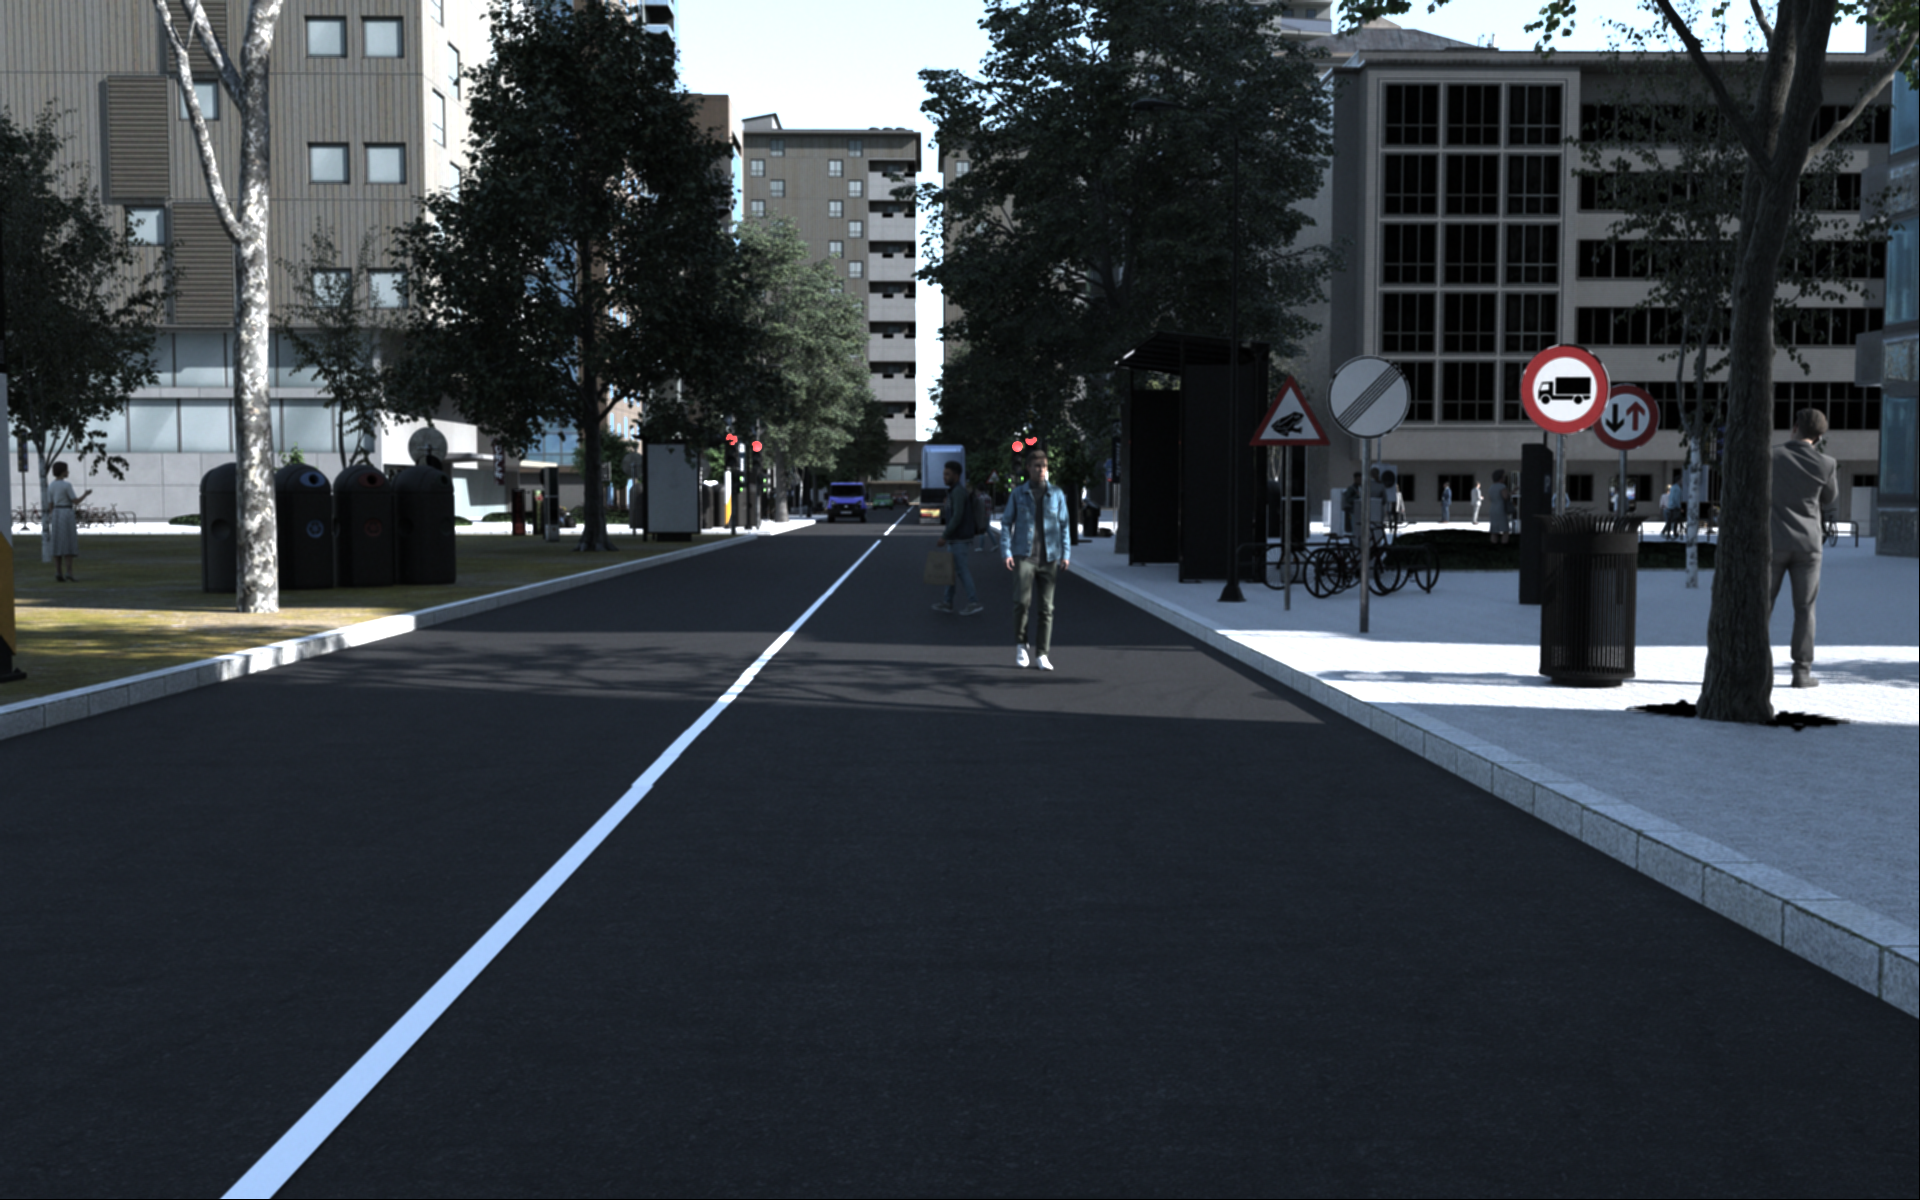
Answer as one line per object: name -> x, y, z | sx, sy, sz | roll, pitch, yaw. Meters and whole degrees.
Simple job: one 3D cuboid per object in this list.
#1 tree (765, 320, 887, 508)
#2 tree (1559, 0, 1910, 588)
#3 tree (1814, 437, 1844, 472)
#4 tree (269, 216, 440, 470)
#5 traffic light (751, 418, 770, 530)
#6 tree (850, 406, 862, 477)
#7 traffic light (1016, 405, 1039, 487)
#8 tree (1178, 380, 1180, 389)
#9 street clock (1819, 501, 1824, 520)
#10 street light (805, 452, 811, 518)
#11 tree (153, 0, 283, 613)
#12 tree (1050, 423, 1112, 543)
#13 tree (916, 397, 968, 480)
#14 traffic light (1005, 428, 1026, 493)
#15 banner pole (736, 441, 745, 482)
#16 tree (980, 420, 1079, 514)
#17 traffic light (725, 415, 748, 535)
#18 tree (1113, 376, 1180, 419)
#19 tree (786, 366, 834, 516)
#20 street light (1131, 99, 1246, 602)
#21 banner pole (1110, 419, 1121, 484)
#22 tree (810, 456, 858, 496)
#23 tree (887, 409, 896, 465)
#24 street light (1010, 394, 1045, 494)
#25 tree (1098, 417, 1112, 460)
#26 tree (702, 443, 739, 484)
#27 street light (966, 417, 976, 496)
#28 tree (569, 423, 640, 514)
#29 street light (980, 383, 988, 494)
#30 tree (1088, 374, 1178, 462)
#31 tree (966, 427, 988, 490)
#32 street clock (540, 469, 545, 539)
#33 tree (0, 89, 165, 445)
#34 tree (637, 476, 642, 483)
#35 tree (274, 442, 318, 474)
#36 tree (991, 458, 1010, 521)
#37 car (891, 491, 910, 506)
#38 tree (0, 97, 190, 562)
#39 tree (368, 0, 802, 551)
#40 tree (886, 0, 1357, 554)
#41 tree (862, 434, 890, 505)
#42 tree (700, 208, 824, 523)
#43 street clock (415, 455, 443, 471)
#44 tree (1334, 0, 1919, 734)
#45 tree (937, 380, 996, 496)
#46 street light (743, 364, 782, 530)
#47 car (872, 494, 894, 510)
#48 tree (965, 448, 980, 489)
tree -> -9.683, -11.922, 113.044 | 7.486, 12.596, 7.792 | 0, 3, 0
tree -> 10.271, -4.472, 23.476 | 4.360, 8.622, 3.978 | 0, 3, 0
tree -> 25.107, -3.488, 51.628 | 1.663, 3.219, 1.824 | 0, 3, 0
tree -> -16.425, -5.901, 46.852 | 4.360, 8.622, 3.978 | 0, 3, 0
traffic light -> -7.232, -4.473, 62.048 | 0.839, 4.253, 0.868 | 0, 4, -1
tree -> -11.501, -16.403, 193.942 | 9.928, 11.665, 9.643 | 0, 3, 0
traffic light -> 2.189, -3.997, 54.268 | 0.839, 4.253, 0.868 | 0, 4, -1
tree -> 12.033, -10.083, 115.224 | 4.737, 8.622, 4.395 | 0, 3, 0
street clock -> 30.920, -3.525, 62.210 | 0.471, 2.002, 0.358 | 0, 4, -7
street light -> -7.735, -7.469, 94.660 | 1.470, 5.913, 1.316 | 0, 4, -1
tree -> -8.636, -10.001, 19.407 | 12.611, 20.169, 13.585 | 0, 3, 0
tree -> 2.928, -3.145, 46.022 | 1.663, 3.219, 1.824 | 0, 3, 0
tree -> -0.218, -17.155, 197.489 | 9.611, 12.733, 9.660 | 0, 3, 0
traffic light -> 2.027, -4.485, 62.251 | 0.839, 4.253, 0.868 | 0, 4, -1
banner pole -> -9.041, -4.967, 71.221 | 0.401, 3.779, 0.863 | 2, 4, 26
tree -> 3.056, -5.002, 65.498 | 4.285, 4.588, 4.351 | 0, 3, 0
traffic light -> -7.070, -3.984, 54.064 | 0.839, 4.253, 0.868 | 0, 4, -1
tree -> 11.512, -8.916, 96.145 | 4.360, 8.622, 3.978 | 0, 3, 0
tree -> -9.089, -9.148, 99.932 | 4.360, 8.622, 3.978 | 0, 3, 0
street light -> 2.715, -2.937, 20.561 | 1.470, 5.913, 1.316 | 0, 4, -1
banner pole -> 4.818, -3.698, 50.484 | 0.863, 3.779, 0.401 | 0, 4, 7
tree -> -9.880, -9.547, 139.801 | 4.285, 4.588, 4.351 | 0, 3, 0
tree -> -10.109, -15.776, 176.070 | 7.486, 12.596, 7.792 | 0, 3, 0
street light -> 2.066, -4.994, 54.199 | 1.470, 5.913, 1.316 | 0, 4, -1
tree -> 12.257, -11.085, 131.603 | 4.360, 8.622, 3.978 | 0, 3, 0
tree -> -14.415, -7.471, 105.871 | 4.285, 4.588, 4.351 | 0, 3, 0
street light -> 1.075, -8.091, 104.831 | 1.470, 5.913, 1.316 | 0, 4, -1
tree -> -16.079, -5.835, 79.118 | 4.285, 4.588, 4.351 | 0, 3, 0
street light -> 1.612, -6.100, 72.279 | 1.470, 5.913, 1.316 | 0, 4, -1
tree -> 9.942, -9.528, 106.149 | 4.737, 8.622, 4.395 | 0, 3, 0
tree -> 1.704, -12.040, 147.219 | 4.360, 8.622, 3.978 | 0, 3, 0
street clock -> -11.757, -2.736, 49.311 | 0.358, 2.002, 0.471 | 1, 4, 9
tree -> -24.925, -7.620, 41.601 | 9.611, 12.733, 9.660 | 0, 3, 0
tree -> -24.450, -8.531, 134.079 | 1.663, 3.219, 1.824 | 0, 3, 0
tree -> -24.436, -4.241, 63.941 | 1.663, 3.219, 1.824 | 0, 3, 0
tree -> 2.078, -5.373, 82.457 | 1.663, 3.219, 1.824 | 0, 3, 0
car -> -7.156, -12.180, 207.812 | 2.281, 1.827, 5.304 | 0, 4, -1
tree -> -16.953, -5.009, 32.257 | 4.360, 8.622, 3.978 | 0, 3, 0
tree -> -8.373, -7.449, 38.795 | 9.611, 12.733, 9.660 | 0, 3, 0
tree -> 3.573, -7.982, 37.154 | 9.857, 13.997, 8.962 | 0, 3, 0
tree -> -10.350, -15.368, 201.628 | 4.737, 8.622, 4.395 | 0, 3, 0
tree -> -7.969, -10.443, 77.398 | 9.857, 13.997, 8.962 | 0, 3, 0
street clock -> -9.801, -1.678, 32.004 | 0.471, 2.002, 0.358 | -1, 4, -13
tree -> 4.564, -5.119, 9.443 | 9.928, 11.665, 9.643 | 0, 3, 0
tree -> 1.076, -15.255, 167.545 | 7.486, 12.596, 7.792 | 0, 3, 0
street light -> -7.073, -5.478, 62.110 | 1.470, 5.913, 1.316 | 0, 4, -1
car -> -6.933, -9.002, 155.971 | 1.959, 1.807, 4.718 | 0, 4, -1
tree -> 1.656, -7.908, 113.011 | 4.285, 4.588, 4.351 | 0, 3, 0
